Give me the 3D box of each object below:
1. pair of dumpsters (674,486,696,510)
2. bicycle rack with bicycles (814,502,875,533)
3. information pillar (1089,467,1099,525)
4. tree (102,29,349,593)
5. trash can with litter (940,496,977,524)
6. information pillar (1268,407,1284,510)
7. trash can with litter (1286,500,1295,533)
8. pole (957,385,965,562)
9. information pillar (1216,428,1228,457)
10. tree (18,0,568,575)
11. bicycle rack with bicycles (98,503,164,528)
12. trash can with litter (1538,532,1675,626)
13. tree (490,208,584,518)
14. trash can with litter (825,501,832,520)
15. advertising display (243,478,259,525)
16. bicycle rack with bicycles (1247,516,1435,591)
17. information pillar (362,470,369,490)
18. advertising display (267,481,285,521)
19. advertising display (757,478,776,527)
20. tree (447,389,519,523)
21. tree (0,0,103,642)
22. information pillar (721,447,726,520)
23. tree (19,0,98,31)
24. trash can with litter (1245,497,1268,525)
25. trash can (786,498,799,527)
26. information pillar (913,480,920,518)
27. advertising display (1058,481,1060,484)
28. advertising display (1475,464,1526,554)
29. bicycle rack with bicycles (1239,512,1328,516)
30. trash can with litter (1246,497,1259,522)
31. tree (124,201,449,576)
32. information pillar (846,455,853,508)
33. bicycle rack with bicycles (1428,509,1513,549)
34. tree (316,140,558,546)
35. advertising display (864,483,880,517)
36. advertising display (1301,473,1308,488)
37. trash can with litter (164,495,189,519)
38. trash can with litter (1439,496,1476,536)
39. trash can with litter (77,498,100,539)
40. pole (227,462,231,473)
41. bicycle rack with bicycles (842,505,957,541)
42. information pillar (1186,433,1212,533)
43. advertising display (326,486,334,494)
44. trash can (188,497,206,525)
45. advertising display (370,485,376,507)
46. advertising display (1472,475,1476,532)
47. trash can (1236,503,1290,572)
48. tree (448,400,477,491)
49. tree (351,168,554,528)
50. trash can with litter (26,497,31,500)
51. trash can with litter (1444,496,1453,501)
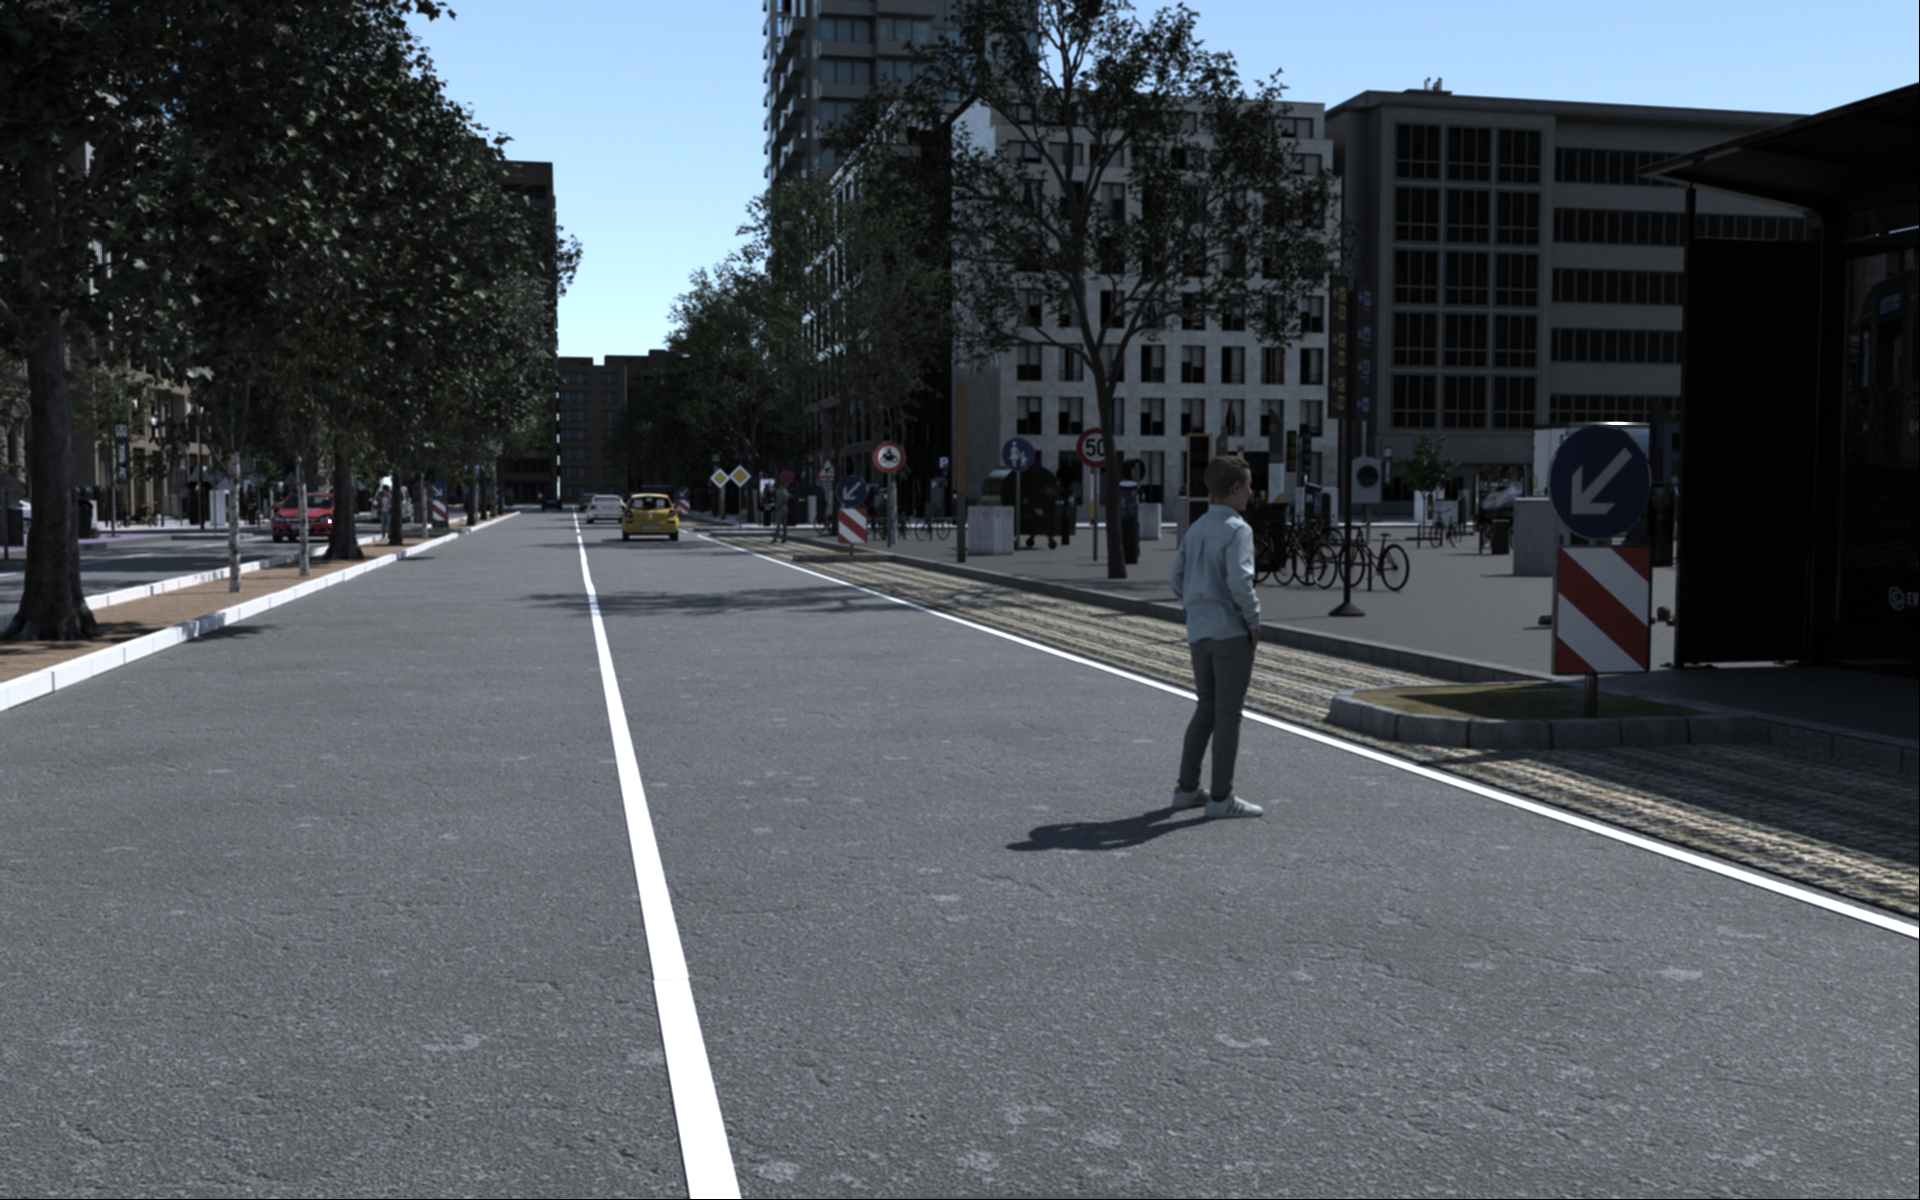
[{"bbox_3d":[-21.744,-8.234,137.114,1.574,2.255,4.437,-1,4,-13],"label":"pair of dumpsters"},{"bbox_3d":[-3.071,-2.639,56.525,2.852,0.926,2.925,-3,4,-36],"label":"bicycle rack with bicycles"},{"bbox_3d":[5.509,-4.868,70.946,0.183,3.616,0.504,-2,4,-28],"label":"information pillar"},{"bbox_3d":[-10.570,-4.419,25.071,4.360,8.622,3.978,0,3,0],"label":"tree"},{"bbox_3d":[0.158,-3.929,75.296,2.233,1.210,1.678,2,4,24],"label":"trash can with litter"},{"bbox_3d":[8.494,-3.379,46.606,0.183,3.616,0.504,-3,4,-37],"label":"information pillar"},{"bbox_3d":[10.999,-2.769,56.662,0.624,1.170,1.055,3,5,40],"label":"trash can with litter"},{"bbox_3d":[0.022,-2.367,32.538,0.158,3.312,0.155,0,3,0],"label":"pole"},{"bbox_3d":[9.289,-4.289,61.472,0.183,3.616,0.504,-3,5,-43],"label":"information pillar"},{"bbox_3d":[-13.494,-7.226,37.604,9.611,12.733,9.660,0,3,0],"label":"tree"},{"bbox_3d":[-32.157,-3.304,67.395,2.852,0.926,2.925,-1,4,-22],"label":"bicycle rack with bicycles"},{"bbox_3d":[6.585,-0.370,17.103,2.233,1.210,1.678,-2,4,-29],"label":"trash can with litter"},{"bbox_3d":[-29.590,-15.066,104.673,12.611,20.169,13.585,0,3,0],"label":"tree"},{"bbox_3d":[-6.435,-4.371,82.852,1.055,1.170,0.624,2,4,30],"label":"trash can with litter"},{"bbox_3d":[-29.121,-4.033,71.151,0.974,1.923,0.123,2,4,35],"label":"advertising display"},{"bbox_3d":[4.430,-0.634,23.748,2.852,0.926,2.925,-1,4,-15],"label":"bicycle rack with bicycles"},{"bbox_3d":[-45.601,-8.658,132.917,0.504,3.616,0.183,0,4,-3],"label":"information pillar"},{"bbox_3d":[-32.727,-4.751,82.889,0.123,1.923,0.974,2,4,25],"label":"advertising display"},{"bbox_3d":[-7.662,-3.881,68.662,0.123,1.923,0.974,3,4,36],"label":"advertising display"},{"bbox_3d":[-24.102,-8.153,86.129,4.360,8.622,3.978,0,3,0],"label":"tree"},{"bbox_3d":[-9.060,-5.967,17.029,9.611,12.733,9.660,0,3,0],"label":"tree"},{"bbox_3d":[-11.802,-5.810,86.354,0.183,3.616,0.504,0,4,6],"label":"information pillar"},{"bbox_3d":[-6.120,-5.669,5.523,12.009,13.543,11.850,0,3,0],"label":"tree"},{"bbox_3d":[13.274,-3.989,76.610,1.055,1.170,0.624,-1,4,-18],"label":"trash can with litter"},{"bbox_3d":[-6.729,-3.485,68.639,0.748,1.137,0.748,0,3,0],"label":"trash can"},{"bbox_3d":[-2.331,-5.445,93.510,0.304,2.012,0.304,1,4,14],"label":"information pillar"},{"bbox_3d":[4.473,-4.267,74.986,0.123,1.923,0.974,-1,4,-16],"label":"advertising display"},{"bbox_3d":[11.609,-1.952,37.127,0.974,1.923,0.123,2,4,32],"label":"advertising display"},{"bbox_3d":[6.846,-1.320,34.971,2.852,0.926,2.925,-2,4,-27],"label":"bicycle rack with bicycles"},{"bbox_3d":[14.364,-4.293,81.242,2.233,1.210,1.678,0,4,-4],"label":"trash can with litter"},{"bbox_3d":[-11.317,-4.700,29.659,4.737,8.622,4.395,0,3,0],"label":"tree"},{"bbox_3d":[-6.627,-6.899,104.155,0.504,3.616,0.183,-3,5,-40],"label":"information pillar"},{"bbox_3d":[12.224,-1.697,41.123,2.852,0.926,2.925,2,4,34],"label":"bicycle rack with bicycles"},{"bbox_3d":[-15.414,-7.284,47.303,9.928,11.665,9.643,0,3,0],"label":"tree"},{"bbox_3d":[-4.982,-5.683,98.132,0.974,1.923,0.123,-2,4,-31],"label":"advertising display"},{"bbox_3d":[10.676,-2.969,53.756,0.123,1.923,0.974,1,4,17],"label":"advertising display"},{"bbox_3d":[-40.382,-4.867,90.634,2.233,1.210,1.678,1,4,11],"label":"trash can with litter"},{"bbox_3d":[15.332,-2.603,53.620,1.678,1.210,2.233,2,4,33],"label":"trash can with litter"},{"bbox_3d":[-25.159,-2.346,49.737,0.624,1.170,1.055,0,4,-6],"label":"trash can with litter"},{"bbox_3d":[-30.634,-4.822,72.678,0.158,3.312,0.155,0,3,0],"label":"pole"},{"bbox_3d":[-1.392,-2.145,48.450,2.852,0.926,2.925,2,4,27],"label":"bicycle rack with bicycles"},{"bbox_3d":[2.922,-1.020,21.174,0.304,2.012,0.304,1,4,9],"label":"information pillar"},{"bbox_3d":[-48.300,-7.833,133.281,0.974,1.923,0.123,0,4,-3],"label":"advertising display"},{"bbox_3d":[-32.058,-3.738,72.764,0.748,1.137,0.748,0,3,0],"label":"trash can"},{"bbox_3d":[-40.179,-6.935,118.607,0.123,1.923,0.974,-3,4,-36],"label":"advertising display"},{"bbox_3d":[17.617,-3.271,58.700,0.123,1.923,0.974,3,5,39],"label":"advertising display"},{"bbox_3d":[5.103,-1.047,28.765,0.748,1.137,0.748,0,3,0],"label":"trash can"},{"bbox_3d":[-16.942,-6.228,54.655,4.737,8.622,4.395,0,3,0],"label":"tree"},{"bbox_3d":[-20.333,-9.679,67.358,9.857,13.997,8.962,0,3,0],"label":"tree"},{"bbox_3d":[-41.285,-4.029,77.259,1.055,1.170,0.624,1,4,20],"label":"trash can with litter"},{"bbox_3d":[29.637,-5.752,105.440,1.055,1.170,0.624,-1,4,-14],"label":"trash can with litter"}]
